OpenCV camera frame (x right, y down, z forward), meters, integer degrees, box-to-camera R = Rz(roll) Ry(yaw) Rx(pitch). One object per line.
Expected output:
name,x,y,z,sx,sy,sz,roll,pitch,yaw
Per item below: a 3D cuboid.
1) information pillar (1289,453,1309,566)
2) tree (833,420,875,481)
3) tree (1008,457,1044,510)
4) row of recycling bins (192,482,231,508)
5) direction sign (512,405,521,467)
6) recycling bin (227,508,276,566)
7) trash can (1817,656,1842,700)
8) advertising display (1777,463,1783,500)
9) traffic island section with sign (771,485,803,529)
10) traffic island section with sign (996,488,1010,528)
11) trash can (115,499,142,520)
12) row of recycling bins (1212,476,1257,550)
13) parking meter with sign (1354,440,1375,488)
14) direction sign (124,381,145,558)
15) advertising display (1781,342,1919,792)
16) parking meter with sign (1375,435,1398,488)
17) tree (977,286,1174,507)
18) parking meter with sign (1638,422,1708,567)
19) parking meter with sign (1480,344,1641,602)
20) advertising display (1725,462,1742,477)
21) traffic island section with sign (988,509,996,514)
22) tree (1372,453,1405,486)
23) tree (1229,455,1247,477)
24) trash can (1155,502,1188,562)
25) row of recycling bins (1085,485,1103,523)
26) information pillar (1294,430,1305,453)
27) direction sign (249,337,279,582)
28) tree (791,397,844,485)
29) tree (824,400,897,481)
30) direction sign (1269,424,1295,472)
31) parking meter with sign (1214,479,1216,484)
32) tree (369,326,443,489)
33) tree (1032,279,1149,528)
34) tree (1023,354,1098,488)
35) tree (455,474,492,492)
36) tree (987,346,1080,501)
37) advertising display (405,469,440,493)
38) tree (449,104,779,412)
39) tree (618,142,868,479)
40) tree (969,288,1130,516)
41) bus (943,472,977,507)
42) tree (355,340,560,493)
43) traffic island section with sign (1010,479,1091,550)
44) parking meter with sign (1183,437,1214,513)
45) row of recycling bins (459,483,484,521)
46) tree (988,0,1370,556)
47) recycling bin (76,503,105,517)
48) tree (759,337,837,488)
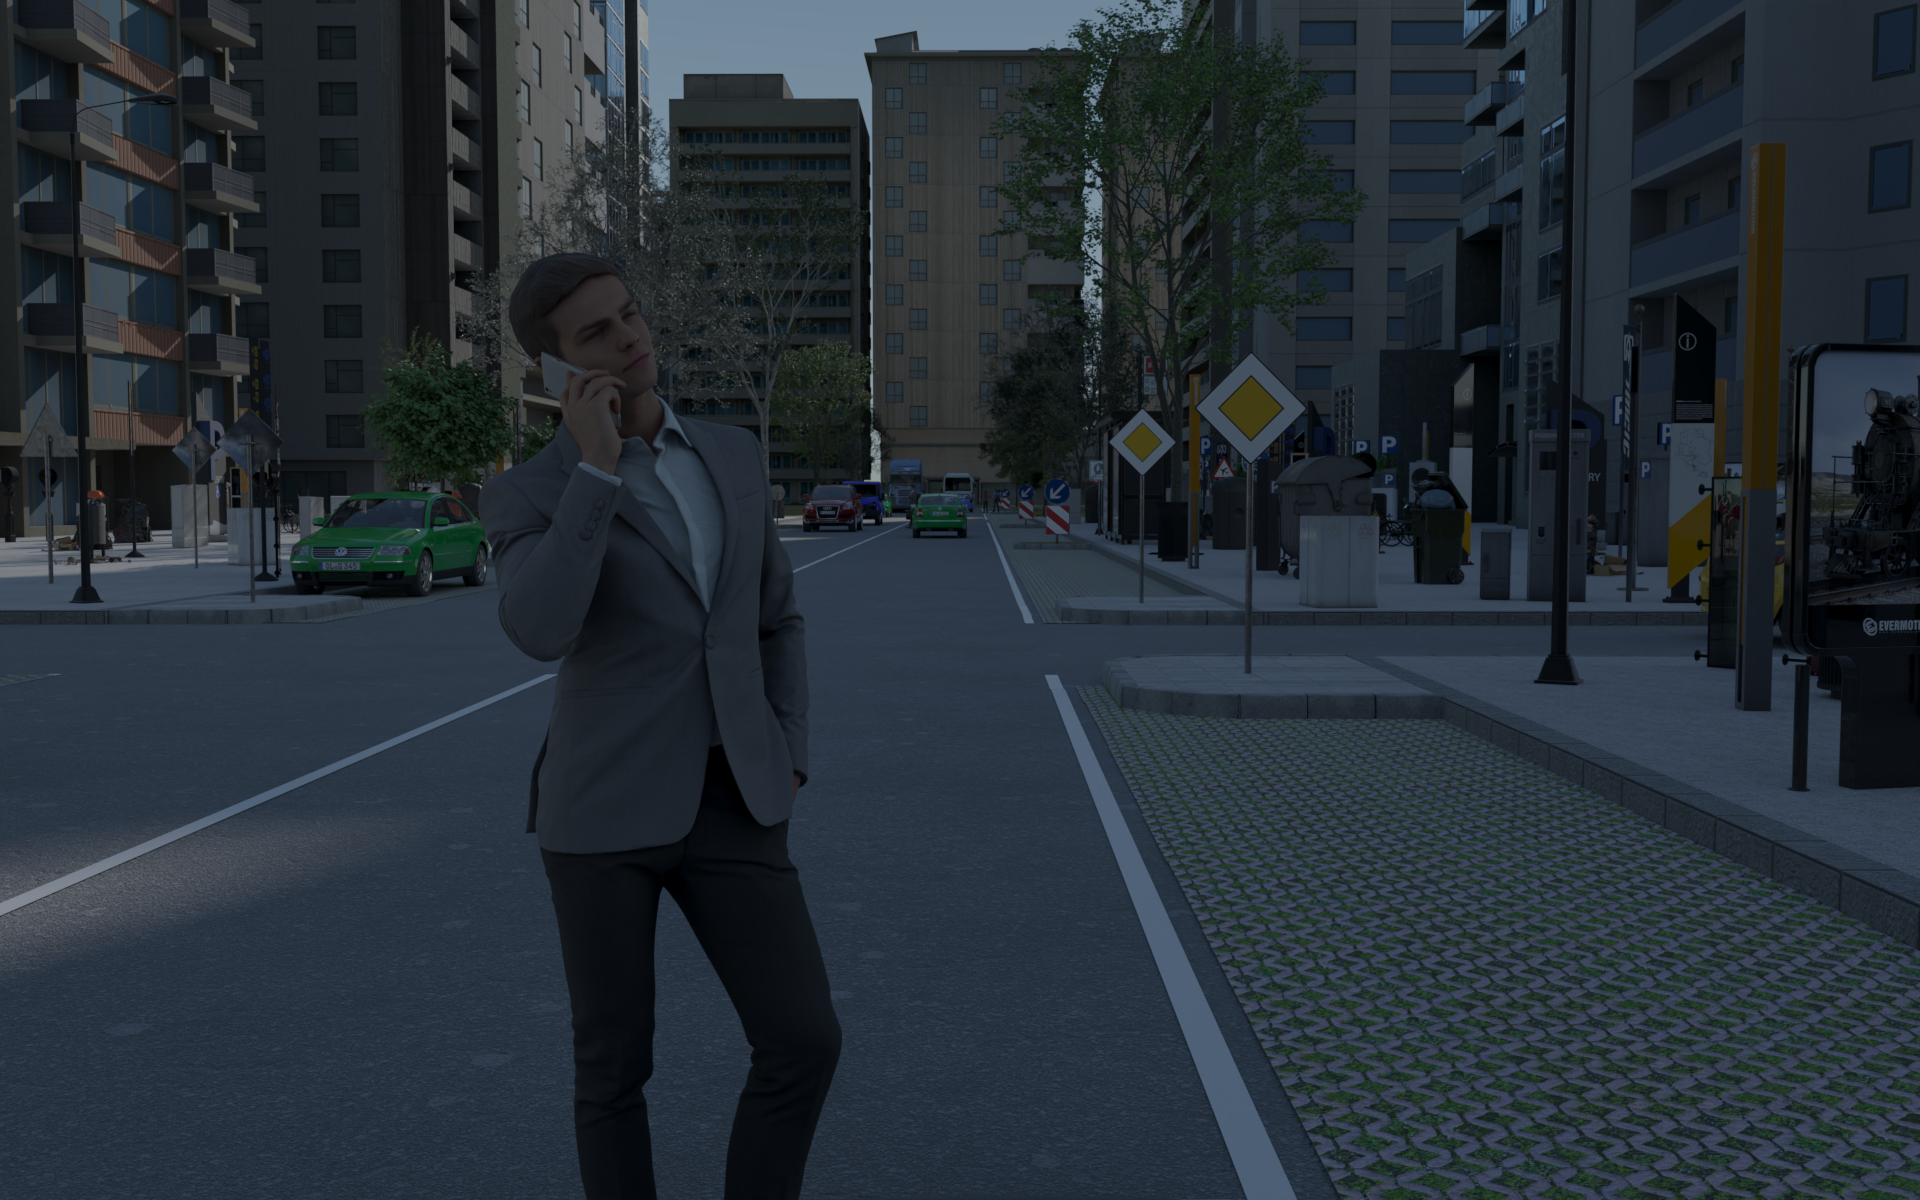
information pillar,6.094,-1.629,31.124,0.304,2.012,0.304,1,4,15
tree,-10.242,-12.958,162.225,4.360,8.622,3.978,0,3,0
tree,5.675,-9.590,140.505,4.285,4.588,4.351,0,3,0
row of recycling bins,-24.118,-2.981,55.848,1.069,1.692,3.534,-1,4,-11
direction sign,-11.131,-3.155,43.589,0.379,3.537,0.876,0,4,-4
recycling bin,-12.784,-1.149,31.335,0.722,1.027,0.722,-3,4,-39
trash can,5.704,0.052,10.811,0.748,1.137,0.748,0,3,0
advertising display,16.685,-1.871,35.797,0.974,1.923,0.123,2,4,25
traffic island section with sign,-7.584,-3.879,72.044,1.989,1.847,2.006,0,4,1
traffic island section with sign,2.647,-3.923,72.776,1.989,1.847,2.006,0,4,1
trash can,-24.616,-2.426,51.317,0.748,1.137,0.748,0,3,0
row of recycling bins,6.584,-2.099,41.432,1.069,1.692,3.534,1,4,14
parking meter with sign,13.569,-3.691,56.606,0.543,3.016,1.738,3,5,44
direction sign,-16.758,-2.634,35.065,0.379,3.537,0.876,-1,4,-22
advertising display,4.045,-0.142,7.539,0.974,1.923,0.123,-1,4,-13
parking meter with sign,12.546,-3.334,50.767,0.543,3.016,1.738,1,4,14
tree,5.360,-8.817,78.565,8.767,10.594,7.601,0,4,-6
parking meter with sign,12.397,-2.095,30.515,1.738,3.016,0.543,-1,4,-13
parking meter with sign,7.158,-1.497,20.743,1.738,3.016,0.543,1,4,19
advertising display,15.286,-1.804,34.714,0.974,1.923,0.123,3,5,40
traffic island section with sign,3.113,-6.992,122.942,1.989,1.847,2.006,0,4,1
tree,16.949,-4.595,69.733,1.663,3.219,1.824,0,3,0
tree,12.384,-4.981,76.047,1.663,3.219,1.824,0,3,0
trash can,4.073,-1.306,33.001,0.748,1.137,0.748,0,3,0
row of recycling bins,7.306,-4.274,76.992,3.534,1.692,1.069,-1,4,-15
information pillar,12.358,-4.399,63.280,0.504,3.616,0.183,-1,4,-14
direction sign,-10.248,-2.045,25.428,0.379,3.537,0.876,0,4,-6
tree,-10.540,-10.973,129.765,4.737,8.622,4.395,0,3,0
tree,-10.210,-14.570,172.632,8.767,10.594,7.601,1,4,8
direction sign,10.468,-3.938,56.380,0.876,3.537,0.379,3,4,37
parking meter with sign,13.128,-5.646,88.576,1.738,3.016,0.543,-3,5,-39
tree,-24.264,-7.725,76.671,4.737,8.622,4.395,0,3,0
tree,4.732,-6.674,59.490,4.360,8.622,3.978,0,3,0
tree,4.967,-8.335,86.634,4.737,8.622,4.395,0,3,0
tree,-20.330,-4.690,71.278,1.663,3.219,1.824,0,3,0
tree,5.791,-13.146,133.060,7.486,12.596,7.792,0,3,0
advertising display,-12.444,-2.144,40.270,0.123,1.923,0.974,3,4,36
tree,-10.492,-8.784,53.983,12.009,13.543,11.850,0,3,0
tree,-11.944,-14.618,94.897,12.611,20.169,13.585,0,3,0
tree,5.223,-11.818,103.595,12.009,13.543,11.850,0,3,0
bus,-0.032,-10.028,158.810,2.948,3.499,13.247,0,4,1
tree,-11.113,-3.265,37.096,4.285,4.588,4.351,0,3,0
traffic island section with sign,2.397,-2.235,45.165,1.989,1.847,2.006,0,4,1
parking meter with sign,6.976,-3.520,53.814,0.543,3.016,1.738,-3,4,-39
row of recycling bins,-17.455,-3.537,64.940,1.069,1.692,3.534,2,4,25
tree,4.402,-6.754,36.187,9.928,11.665,9.643,0,3,0
recycling bin,-24.522,-2.222,48.876,0.722,1.027,0.722,-2,4,-28
tree,-9.351,-11.502,113.817,9.928,11.665,9.643,0,3,0
